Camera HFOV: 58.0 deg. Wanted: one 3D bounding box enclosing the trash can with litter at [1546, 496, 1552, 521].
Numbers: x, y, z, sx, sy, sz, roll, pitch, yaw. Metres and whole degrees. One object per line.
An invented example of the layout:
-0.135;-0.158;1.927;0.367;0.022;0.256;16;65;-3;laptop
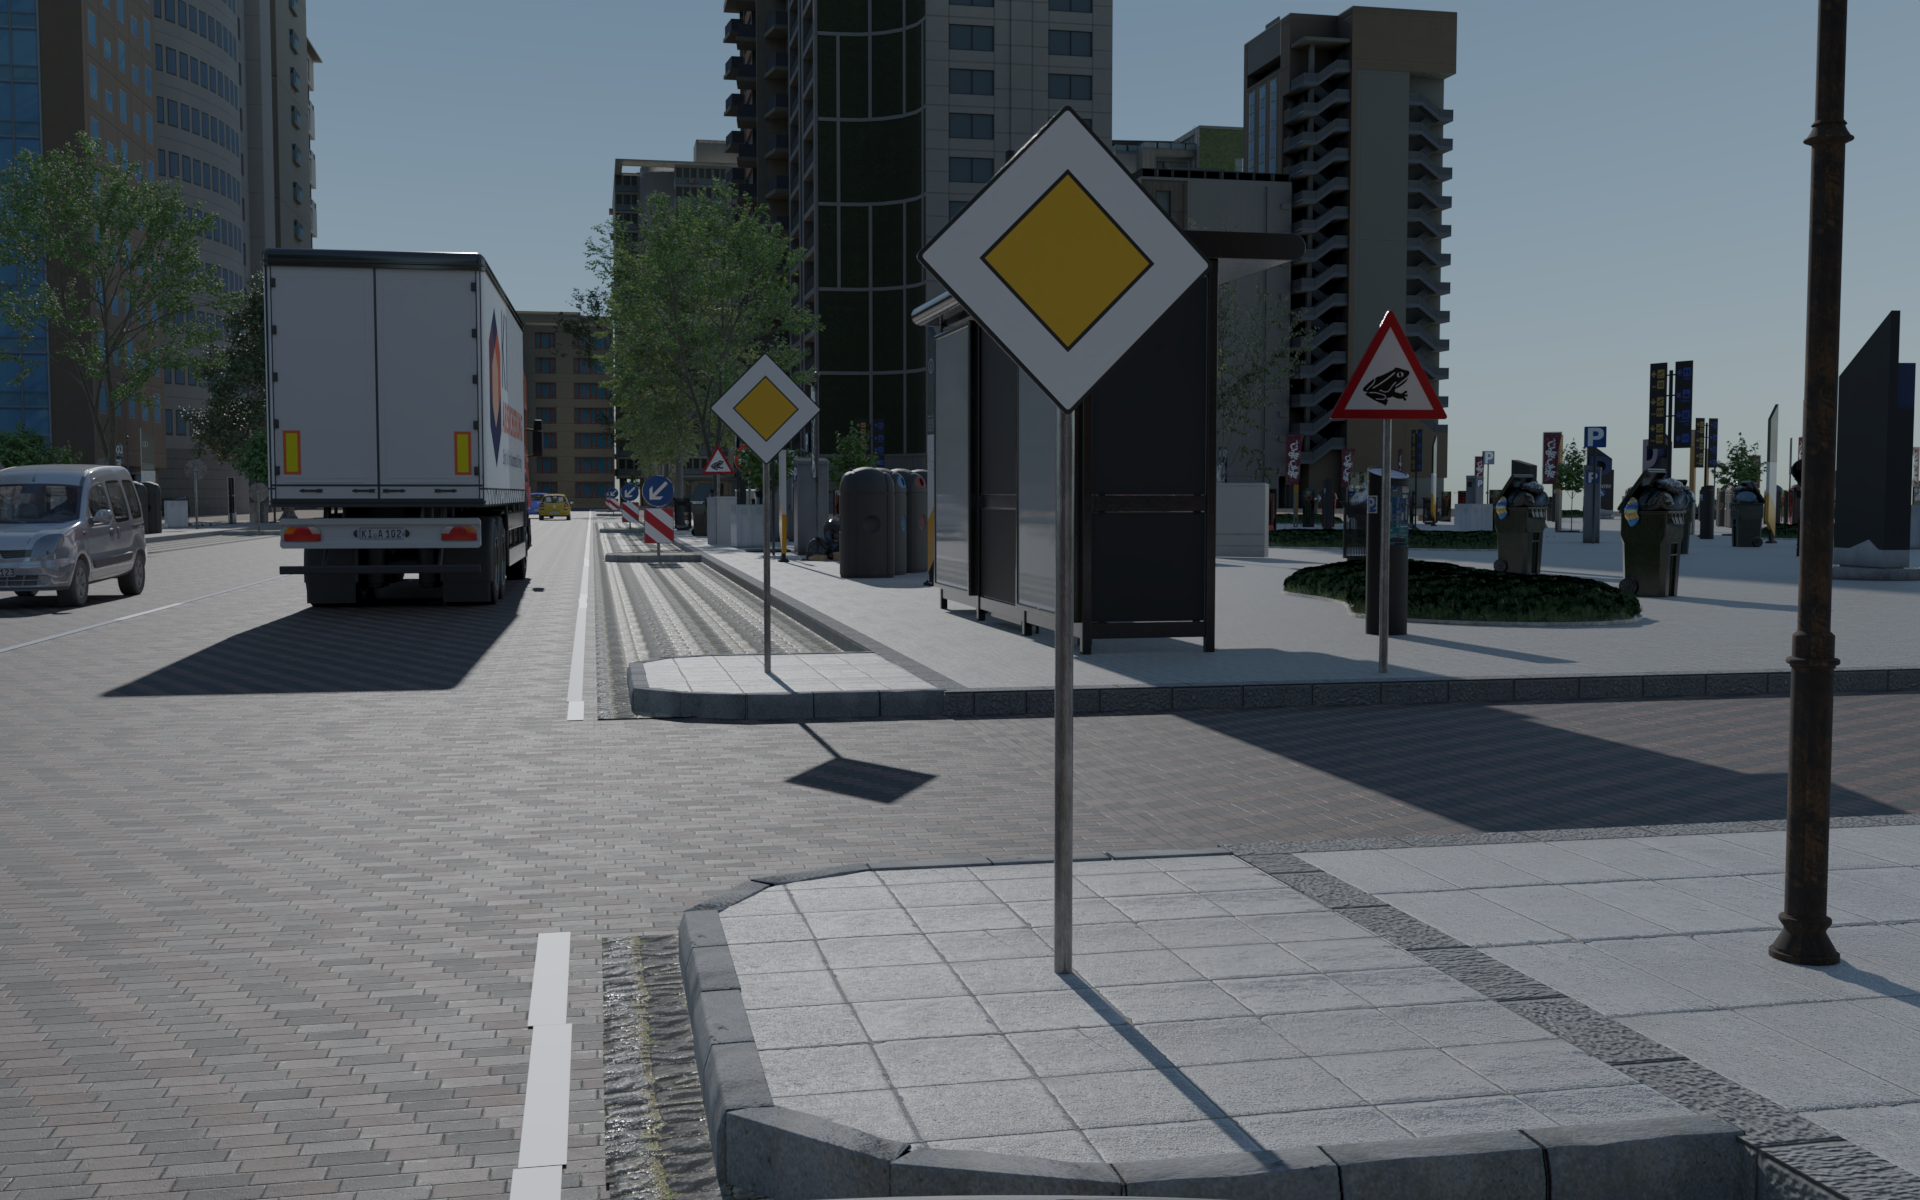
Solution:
27.986;-4.311;81.870;0.624;1.170;1.055;2;4;35;trash can with litter

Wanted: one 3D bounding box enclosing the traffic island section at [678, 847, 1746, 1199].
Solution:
0.295;1.077;4.667;2.009;0.180;2.903;-1;4;-12;traffic island section

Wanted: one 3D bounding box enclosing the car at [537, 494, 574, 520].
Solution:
-22.568;-5.276;96.494;2.015;1.641;3.980;-1;4;-12;car

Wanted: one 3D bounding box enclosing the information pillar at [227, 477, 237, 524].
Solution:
-31.335;-4.284;74.533;0.304;2.012;0.304;-1;4;-16;information pillar

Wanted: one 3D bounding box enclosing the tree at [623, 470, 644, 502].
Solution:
-25.953;-8.727;137.286;1.663;3.219;1.824;0;3;0;tree

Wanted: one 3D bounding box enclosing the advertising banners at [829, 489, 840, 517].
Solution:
-3.702;-3.466;52.863;0.090;3.025;2.074;3;5;44;advertising banners

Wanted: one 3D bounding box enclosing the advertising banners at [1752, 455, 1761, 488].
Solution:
36.234;-4.958;77.254;2.074;3.025;0.090;3;5;39;advertising banners

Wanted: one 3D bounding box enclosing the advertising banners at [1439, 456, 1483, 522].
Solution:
23.175;-5.117;79.852;2.074;3.025;0.090;1;4;9;advertising banners

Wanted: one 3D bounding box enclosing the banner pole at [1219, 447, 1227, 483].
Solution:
12.162;-5.569;81.075;0.863;3.779;0.401;3;4;39;banner pole

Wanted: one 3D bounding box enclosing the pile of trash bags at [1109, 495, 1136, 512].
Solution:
4.255;-3.002;58.828;1.912;1.369;3.447;-3;5;-42;pile of trash bags

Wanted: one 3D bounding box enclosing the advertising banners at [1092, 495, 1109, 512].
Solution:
1.787;-1.904;27.325;0.090;3.025;2.074;3;5;41;advertising banners

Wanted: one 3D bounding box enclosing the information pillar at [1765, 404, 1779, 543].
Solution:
21.070;-3.278;44.952;0.504;3.616;0.183;-3;5;-44;information pillar

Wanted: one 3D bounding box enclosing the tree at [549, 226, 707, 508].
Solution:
-23.460;-16.477;125.288;12.611;20.169;13.585;0;3;0;tree

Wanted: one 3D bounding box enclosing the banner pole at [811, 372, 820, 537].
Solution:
-2.959;-2.772;35.336;0.401;3.779;0.863;0;4;6;banner pole

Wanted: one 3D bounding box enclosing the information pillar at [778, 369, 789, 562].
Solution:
-3.351;-2.529;32.698;0.183;3.616;0.504;-1;4;-12;information pillar

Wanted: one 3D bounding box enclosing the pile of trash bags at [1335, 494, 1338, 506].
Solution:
20.758;-4.926;90.299;3.447;1.369;1.912;0;4;1;pile of trash bags

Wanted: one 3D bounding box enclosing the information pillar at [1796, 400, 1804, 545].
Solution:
21.053;-3.154;42.915;0.183;3.616;0.504;-1;4;-21;information pillar

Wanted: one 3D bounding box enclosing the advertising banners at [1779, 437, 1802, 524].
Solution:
25.739;-3.512;53.603;0.090;3.025;2.074;1;4;8;advertising banners

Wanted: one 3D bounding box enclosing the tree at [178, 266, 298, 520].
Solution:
-33.537;-10.329;85.880;9.611;12.733;9.660;0;3;0;tree

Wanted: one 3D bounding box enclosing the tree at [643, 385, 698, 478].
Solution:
-18.426;-9.716;109.218;4.360;8.622;3.978;0;3;0;tree

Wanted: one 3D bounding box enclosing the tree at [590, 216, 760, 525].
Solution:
-11.287;-9.332;70.703;7.486;12.596;7.792;0;3;0;tree

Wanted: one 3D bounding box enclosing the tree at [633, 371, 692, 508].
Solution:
-16.695;-8.954;96.763;4.737;8.622;4.395;0;3;0;tree

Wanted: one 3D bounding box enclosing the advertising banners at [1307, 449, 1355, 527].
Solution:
14.199;-4.323;66.868;2.074;3.025;0.090;0;4;4;advertising banners

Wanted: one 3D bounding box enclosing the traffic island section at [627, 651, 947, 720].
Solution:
-1.366;0.600;12.478;2.009;0.180;2.903;-1;4;-12;traffic island section

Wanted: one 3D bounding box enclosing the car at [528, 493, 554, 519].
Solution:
-24.963;-5.694;102.686;1.945;1.707;3.694;-1;4;-12;car

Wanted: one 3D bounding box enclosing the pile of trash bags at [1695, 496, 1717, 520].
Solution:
38.184;-4.709;86.737;3.447;1.369;1.912;0;4;-2;pile of trash bags

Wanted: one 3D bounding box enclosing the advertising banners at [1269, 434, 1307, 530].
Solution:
8.999;-3.333;50.678;2.074;3.025;0.090;1;4;15;advertising banners

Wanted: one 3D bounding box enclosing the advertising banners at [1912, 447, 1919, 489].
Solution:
35.981;-4.179;64.513;2.074;3.025;0.090;-2;4;-32;advertising banners

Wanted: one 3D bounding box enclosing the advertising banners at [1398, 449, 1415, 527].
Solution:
16.995;-4.269;65.988;0.090;3.025;2.074;0;4;-3;advertising banners

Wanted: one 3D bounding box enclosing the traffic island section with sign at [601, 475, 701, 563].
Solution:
-6.574;-1.734;36.985;1.989;1.847;2.006;-1;4;-12;traffic island section with sign

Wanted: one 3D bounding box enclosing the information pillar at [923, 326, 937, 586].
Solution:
-0.333;-2.000;24.061;0.183;3.616;0.504;-1;4;-23;information pillar

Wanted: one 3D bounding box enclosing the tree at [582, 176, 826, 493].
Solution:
-8.382;-8.099;58.179;9.928;11.665;9.643;0;3;0;tree

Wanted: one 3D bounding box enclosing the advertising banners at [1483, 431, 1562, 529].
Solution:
15.943;-3.231;49.017;2.074;3.025;0.090;2;4;32;advertising banners

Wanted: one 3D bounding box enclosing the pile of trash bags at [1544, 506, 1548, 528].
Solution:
21.517;-3.447;66.108;1.912;1.369;3.447;2;4;25;pile of trash bags

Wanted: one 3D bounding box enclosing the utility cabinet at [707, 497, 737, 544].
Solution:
-6.124;-2.041;44.539;0.306;1.237;1.020;2;4;23;utility cabinet

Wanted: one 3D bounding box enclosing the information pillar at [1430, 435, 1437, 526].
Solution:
18.902;-4.754;69.082;0.183;3.616;0.504;2;4;29;information pillar

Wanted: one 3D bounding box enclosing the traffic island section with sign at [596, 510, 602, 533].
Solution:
-12.288;-3.378;63.852;1.989;1.847;2.006;-1;4;-12;traffic island section with sign

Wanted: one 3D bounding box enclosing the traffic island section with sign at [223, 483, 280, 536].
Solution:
-24.442;-3.161;60.303;1.989;1.847;2.006;-1;4;-12;traffic island section with sign

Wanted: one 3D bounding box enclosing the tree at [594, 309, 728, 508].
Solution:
-13.630;-9.001;81.573;7.601;10.594;8.767;-1;4;-13;tree

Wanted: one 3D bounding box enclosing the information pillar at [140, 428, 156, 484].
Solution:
-28.970;-4.308;61.790;0.183;3.616;0.504;3;4;38;information pillar

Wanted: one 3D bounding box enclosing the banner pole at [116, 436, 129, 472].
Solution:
-35.966;-5.161;74.393;0.401;3.779;0.863;3;5;45;banner pole

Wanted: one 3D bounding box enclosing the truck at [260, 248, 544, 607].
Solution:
-7.785;-2.235;25.458;2.839;4.237;11.283;-1;4;-11;truck

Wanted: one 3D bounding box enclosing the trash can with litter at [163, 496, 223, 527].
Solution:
-30.385;-3.518;68.572;2.233;1.210;1.678;-2;4;-28;trash can with litter
